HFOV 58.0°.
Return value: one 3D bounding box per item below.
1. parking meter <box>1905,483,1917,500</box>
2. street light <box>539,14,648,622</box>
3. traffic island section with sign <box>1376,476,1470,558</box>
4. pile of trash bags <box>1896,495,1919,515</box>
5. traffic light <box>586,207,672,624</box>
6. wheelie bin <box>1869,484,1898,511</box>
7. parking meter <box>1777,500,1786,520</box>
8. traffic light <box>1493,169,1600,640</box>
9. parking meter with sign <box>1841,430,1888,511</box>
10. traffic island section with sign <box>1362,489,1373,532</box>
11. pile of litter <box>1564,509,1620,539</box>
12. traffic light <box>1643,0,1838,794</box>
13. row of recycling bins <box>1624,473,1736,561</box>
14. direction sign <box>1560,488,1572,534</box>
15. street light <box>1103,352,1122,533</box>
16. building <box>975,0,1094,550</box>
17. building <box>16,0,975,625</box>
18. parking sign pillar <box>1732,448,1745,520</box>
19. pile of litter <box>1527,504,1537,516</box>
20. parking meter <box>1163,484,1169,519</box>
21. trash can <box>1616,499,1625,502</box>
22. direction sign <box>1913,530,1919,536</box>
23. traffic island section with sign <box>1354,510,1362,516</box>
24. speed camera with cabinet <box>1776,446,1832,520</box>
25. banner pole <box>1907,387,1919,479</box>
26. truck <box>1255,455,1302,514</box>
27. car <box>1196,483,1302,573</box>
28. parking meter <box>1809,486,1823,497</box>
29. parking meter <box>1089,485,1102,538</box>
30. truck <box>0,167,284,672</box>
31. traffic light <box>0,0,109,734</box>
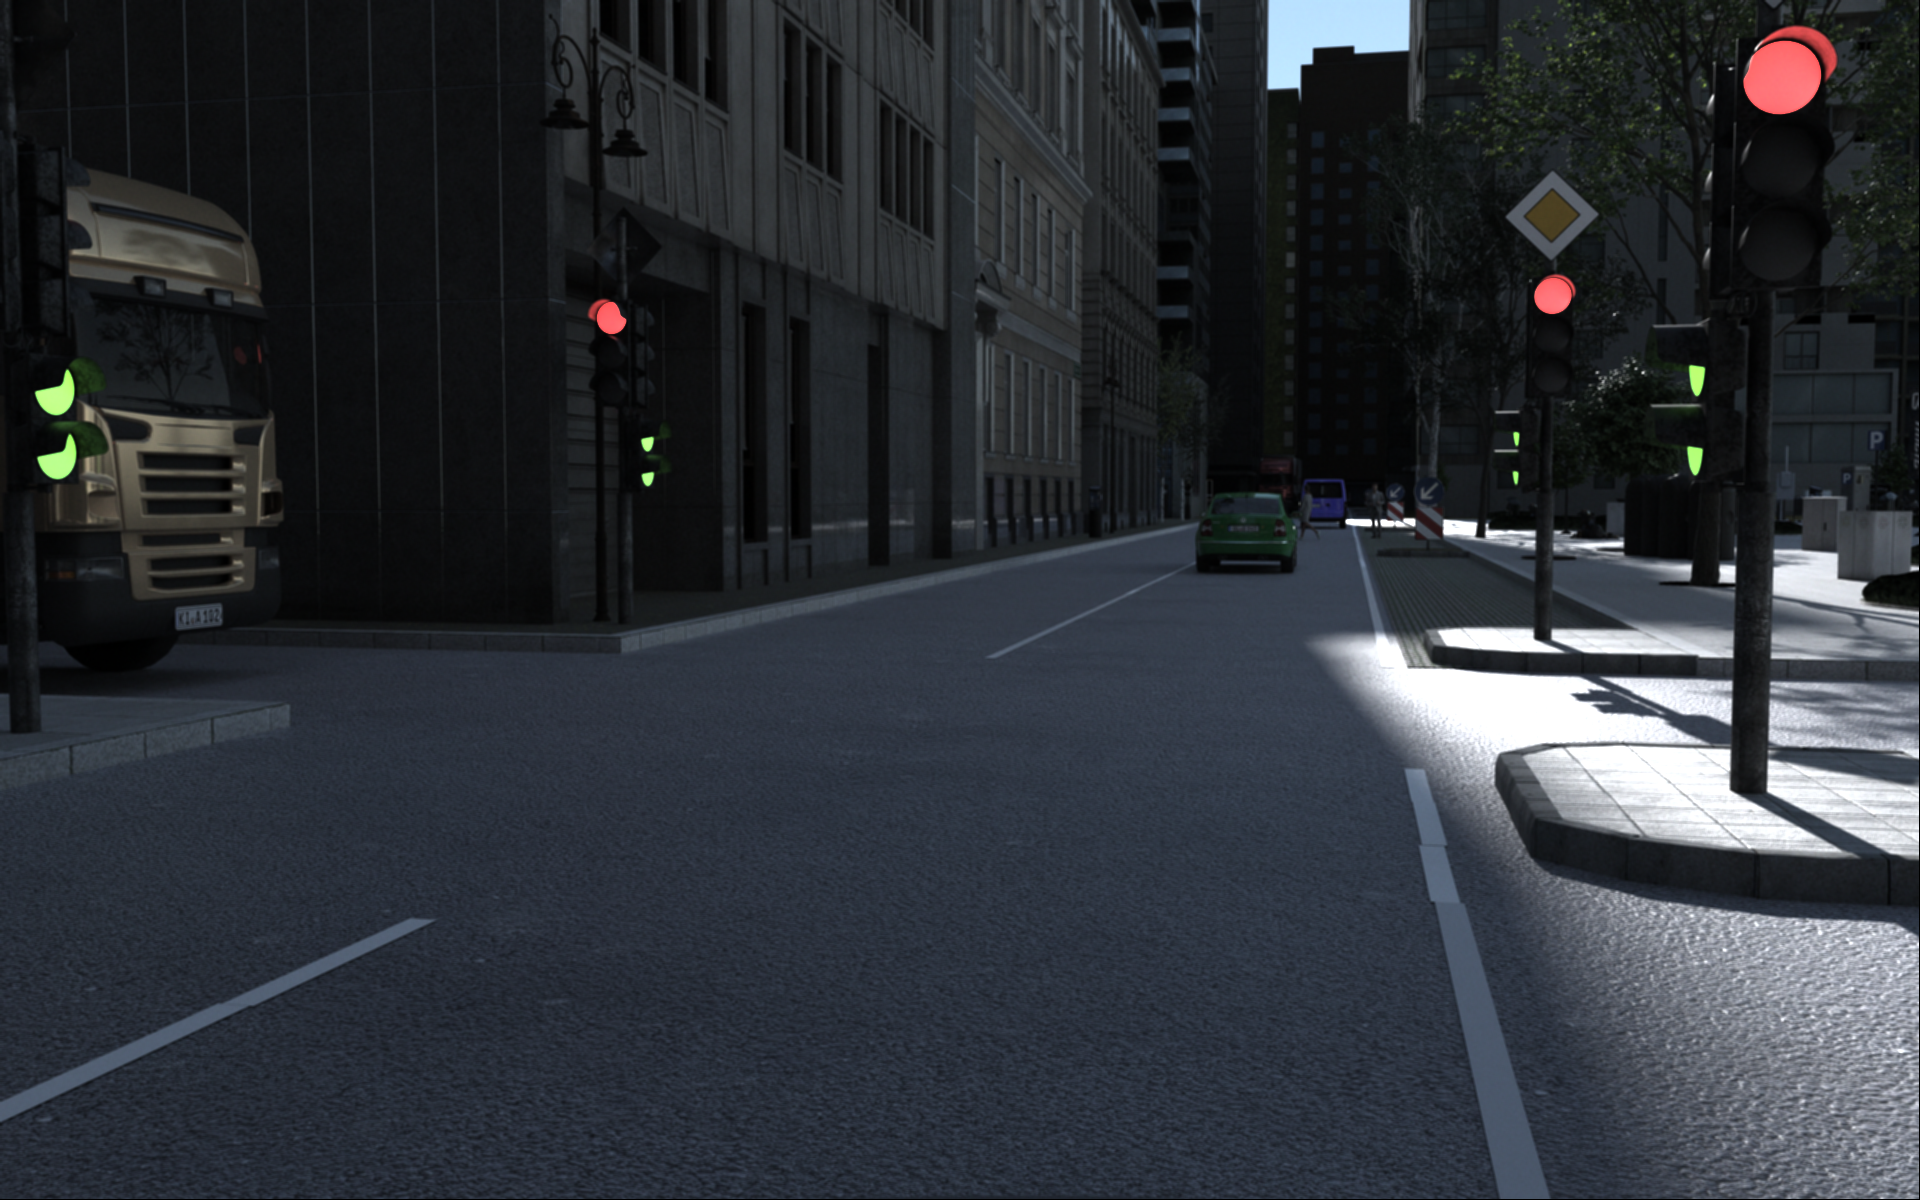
[{"bbox_3d":[43.665,-4.516,79.546,0.399,1.863,0.255,0,4,6],"label":"parking meter"},{"bbox_3d":[-3.620,-2.725,17.336,0.468,5.910,1.993,1,4,12],"label":"street light"},{"bbox_3d":[10.626,-1.905,39.783,1.989,1.847,2.006,1,4,12],"label":"traffic island section with sign"},{"bbox_3d":[41.937,-4.115,77.033,3.447,1.369,1.912,2,4,26],"label":"pile of trash bags"},{"bbox_3d":[-3.289,-1.718,17.011,0.839,4.253,0.868,1,4,12],"label":"traffic light"},{"bbox_3d":[27.749,-2.714,52.289,0.980,1.594,0.693,3,4,36],"label":"wheelie bin"},{"bbox_3d":[39.912,-4.633,84.157,0.372,1.533,0.369,0,3,0],"label":"parking meter"},{"bbox_3d":[5.121,-1.605,15.164,0.839,4.253,0.868,1,4,12],"label":"traffic light"},{"bbox_3d":[24.312,-3.108,47.076,1.738,3.016,0.543,-1,4,-23],"label":"parking meter with sign"},{"bbox_3d":[16.477,-3.515,66.098,1.989,1.847,2.006,1,4,12],"label":"traffic island section with sign"},{"bbox_3d":[18.259,-2.204,50.005,1.176,0.858,1.719,-1,4,-15],"label":"pile of litter"},{"bbox_3d":[3.387,-1.128,7.369,0.839,4.253,0.868,1,4,12],"label":"traffic light"},{"bbox_3d":[14.474,-1.705,34.987,1.069,1.692,3.534,0,4,-4],"label":"row of recycling bins"},{"bbox_3d":[19.424,-3.879,55.422,0.379,3.537,0.876,1,4,21],"label":"direction sign"},{"bbox_3d":[4.969,-5.121,56.512,0.468,5.910,1.993,1,4,12],"label":"street light"},{"bbox_3d":[-4.196,-15.958,46.821,13.634,28.700,20.117,1,4,12],"label":"building"},{"bbox_3d":[-7.704,-12.796,27.244,12.078,24.808,19.932,1,4,12],"label":"building"},{"bbox_3d":[27.363,-4.462,61.426,1.447,3.967,1.447,-1,4,-23],"label":"parking sign pillar"},{"bbox_3d":[25.568,-3.861,77.086,1.176,0.858,1.719,-3,5,-43],"label":"pile of litter"},{"bbox_3d":[10.735,-5.204,90.804,0.399,1.863,0.255,0,4,-7],"label":"parking meter"},{"bbox_3d":[20.686,-2.568,53.632,0.748,1.137,0.748,0,3,0],"label":"trash can"},{"bbox_3d":[29.251,-3.709,52.632,0.379,3.537,0.876,0,4,-7],"label":"direction sign"},{"bbox_3d":[27.262,-6.482,114.605,1.989,1.847,2.006,1,4,12],"label":"traffic island section with sign"},{"bbox_3d":[34.871,-4.724,71.580,2.038,3.252,0.660,1,4,23],"label":"speed camera with cabinet"},{"bbox_3d":[19.849,-2.785,35.557,0.863,3.779,0.401,0,4,-1],"label":"banner pole"},{"bbox_3d":[23.233,-8.362,125.639,2.839,4.237,11.283,1,4,14],"label":"truck"},{"bbox_3d":[5.520,-1.484,33.057,1.959,1.807,4.718,1,4,12],"label":"car"},{"bbox_3d":[26.021,-2.708,52.681,0.372,1.533,0.369,0,3,0],"label":"parking meter"},{"bbox_3d":[3.984,-2.601,50.942,0.372,1.533,0.369,0,3,0],"label":"parking meter"},{"bbox_3d":[-10.398,-1.525,13.853,11.283,4.237,2.839,1,4,14],"label":"truck"},{"bbox_3d":[-5.023,-1.241,9.216,0.839,4.253,0.868,1,4,12],"label":"traffic light"}]
